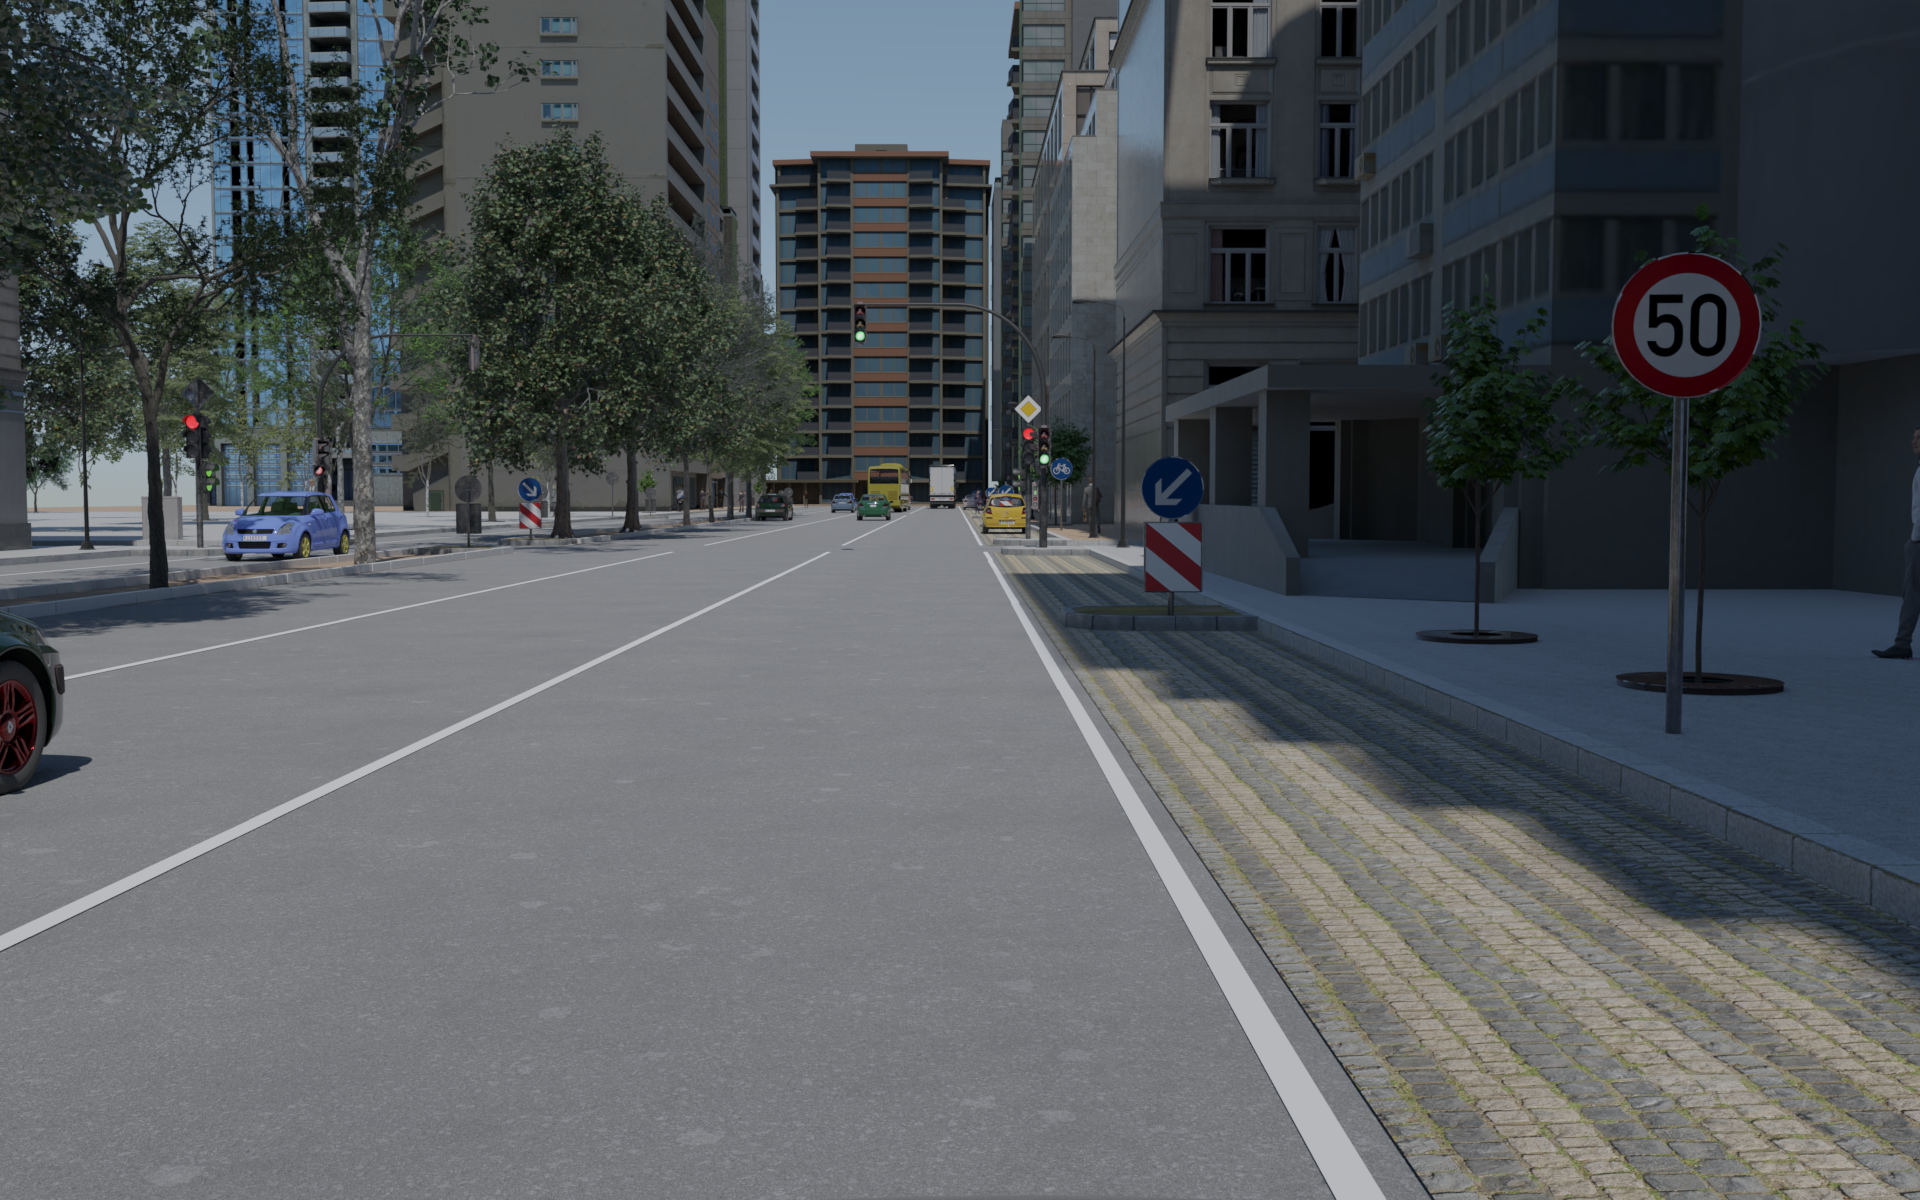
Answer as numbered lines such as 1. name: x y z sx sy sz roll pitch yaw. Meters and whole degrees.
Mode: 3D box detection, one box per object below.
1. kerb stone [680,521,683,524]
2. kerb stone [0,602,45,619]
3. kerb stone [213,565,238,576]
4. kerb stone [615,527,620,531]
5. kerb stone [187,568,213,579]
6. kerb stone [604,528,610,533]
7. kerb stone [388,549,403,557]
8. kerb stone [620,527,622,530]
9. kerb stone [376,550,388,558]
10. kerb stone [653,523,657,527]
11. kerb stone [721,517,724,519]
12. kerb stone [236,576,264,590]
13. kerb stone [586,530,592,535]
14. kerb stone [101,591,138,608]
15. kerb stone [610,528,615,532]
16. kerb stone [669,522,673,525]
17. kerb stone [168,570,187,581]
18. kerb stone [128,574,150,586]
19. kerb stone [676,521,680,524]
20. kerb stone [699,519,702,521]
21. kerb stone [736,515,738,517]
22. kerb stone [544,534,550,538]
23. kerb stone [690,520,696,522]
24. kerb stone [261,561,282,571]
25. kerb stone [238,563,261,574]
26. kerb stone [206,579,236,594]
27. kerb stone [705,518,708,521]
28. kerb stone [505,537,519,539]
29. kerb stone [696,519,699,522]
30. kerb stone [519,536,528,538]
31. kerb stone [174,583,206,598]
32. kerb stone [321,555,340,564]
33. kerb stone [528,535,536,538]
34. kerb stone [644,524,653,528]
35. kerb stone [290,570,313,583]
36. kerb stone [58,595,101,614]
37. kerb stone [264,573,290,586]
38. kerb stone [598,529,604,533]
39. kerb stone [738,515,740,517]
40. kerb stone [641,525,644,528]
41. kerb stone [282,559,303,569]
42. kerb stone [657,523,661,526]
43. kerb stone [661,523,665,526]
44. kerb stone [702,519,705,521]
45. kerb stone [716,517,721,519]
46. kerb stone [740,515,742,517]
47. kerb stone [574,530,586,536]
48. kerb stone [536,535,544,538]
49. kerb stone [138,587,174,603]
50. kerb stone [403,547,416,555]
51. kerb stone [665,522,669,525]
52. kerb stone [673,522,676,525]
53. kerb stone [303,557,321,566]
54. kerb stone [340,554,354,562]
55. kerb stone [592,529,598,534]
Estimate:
1. kerb stone: -13.220 -3.609 81.196 0.120 0.150 1.000 0 4 0
2. kerb stone: -10.820 0.128 20.105 0.120 0.150 1.000 0 4 0
3. kerb stone: -12.978 -0.500 30.367 0.120 0.150 1.000 0 4 0
4. kerb stone: -13.145 -2.665 65.772 0.120 0.150 1.000 0 4 0
5. kerb stone: -12.969 -0.433 29.339 0.120 0.150 1.000 0 4 0
6. kerb stone: -13.133 -2.540 63.719 0.120 0.150 1.000 0 4 0
7. kerb stone: -13.012 -1.063 39.568 0.120 0.150 1.000 0 4 0
8. kerb stone: -13.155 -2.725 66.797 0.120 0.150 1.000 0 4 0
9. kerb stone: -13.014 -0.995 38.546 0.120 0.150 1.000 0 4 0
10. kerb stone: -13.183 -3.164 73.993 0.120 0.150 1.000 0 4 0
11. kerb stone: -13.282 -4.486 95.541 0.120 0.150 1.000 0 4 0
12. kerb stone: -10.851 -0.249 26.265 0.120 0.150 1.000 0 4 0
13. kerb stone: -13.130 -2.351 60.628 0.120 0.150 1.000 0 4 0
14. kerb stone: -10.839 0.002 22.156 0.120 0.150 1.000 0 4 0
15. kerb stone: -13.141 -2.599 64.742 0.120 0.150 1.000 0 4 0
16. kerb stone: -13.203 -3.420 78.115 0.120 0.150 1.000 0 4 0
17. kerb stone: -12.969 -0.369 28.317 0.120 0.150 1.000 0 4 0
18. kerb stone: -12.960 -0.308 27.286 0.120 0.150 1.000 0 4 0
19. kerb stone: -13.216 -3.538 80.173 0.120 0.150 1.000 0 4 0
20. kerb stone: -13.251 -3.985 87.346 0.120 0.150 1.000 0 4 0
21. kerb stone: -13.320 -4.861 101.680 0.120 0.150 1.000 0 4 0
22. kerb stone: -13.087 -1.975 54.479 0.120 0.150 1.000 0 4 0
23. kerb stone: -13.240 -3.858 85.294 0.120 0.150 1.000 0 4 0
24. kerb stone: -12.987 -0.625 32.411 0.120 0.150 1.000 0 4 0
25. kerb stone: -12.979 -0.560 31.389 0.120 0.150 1.000 0 4 0
26. kerb stone: -10.859 -0.186 25.242 0.120 0.150 1.000 0 4 0
27. kerb stone: -13.264 -4.110 89.399 0.120 0.150 1.000 0 4 0
28. kerb stone: -13.074 -1.723 50.374 0.120 0.150 1.000 0 4 0
29. kerb stone: -13.246 -3.922 86.324 0.120 0.150 1.000 0 4 0
30. kerb stone: -13.073 -1.786 51.400 0.120 0.150 1.000 0 4 0
31. kerb stone: -10.849 -0.117 24.215 0.120 0.150 1.000 0 4 0
32. kerb stone: -12.999 -0.812 35.478 0.120 0.150 1.000 0 4 0
33. kerb stone: -13.084 -1.849 52.426 0.120 0.150 1.000 0 4 0
34. kerb stone: -13.171 -3.105 72.963 0.120 0.150 1.000 0 4 0
35. kerb stone: -10.862 -0.375 28.325 0.120 0.150 1.000 0 4 0
36. kerb stone: -10.827 0.067 21.134 0.120 0.150 1.000 0 4 0
37. kerb stone: -10.862 -0.310 27.303 0.120 0.150 1.000 0 4 0
38. kerb stone: -13.129 -2.476 62.682 0.120 0.150 1.000 0 4 0
39. kerb stone: -13.325 -4.924 102.703 0.120 0.150 1.000 0 4 0
40. kerb stone: -13.177 -2.979 70.896 0.120 0.150 1.000 0 4 0
41. kerb stone: -12.986 -0.687 33.434 0.120 0.150 1.000 0 4 0
42. kerb stone: -13.191 -3.231 75.022 0.120 0.150 1.000 0 4 0
43. kerb stone: -13.198 -3.294 76.044 0.120 0.150 1.000 0 4 0
44. kerb stone: -13.257 -4.047 88.370 0.120 0.150 1.000 0 4 0
45. kerb stone: -13.290 -4.421 94.517 0.120 0.150 1.000 0 4 0
46. kerb stone: -13.339 -4.985 103.726 0.120 0.150 1.000 0 4 0
47. kerb stone: -13.114 -2.288 59.600 0.120 0.150 1.000 0 4 0
48. kerb stone: -13.085 -1.912 53.455 0.120 0.150 1.000 0 4 0
49. kerb stone: -10.845 -0.061 23.193 0.120 0.150 1.000 0 4 0
50. kerb stone: -13.020 -1.123 40.596 0.120 0.150 1.000 0 4 0
51. kerb stone: -13.199 -3.356 77.073 0.120 0.150 1.000 0 4 0
52. kerb stone: -13.210 -3.482 79.139 0.120 0.150 1.000 0 4 0
53. kerb stone: -12.999 -0.750 34.456 0.120 0.150 1.000 0 4 0
54. kerb stone: -12.997 -0.875 36.500 0.120 0.150 1.000 0 4 0
55. kerb stone: -13.124 -2.413 61.650 0.120 0.150 1.000 0 4 0
